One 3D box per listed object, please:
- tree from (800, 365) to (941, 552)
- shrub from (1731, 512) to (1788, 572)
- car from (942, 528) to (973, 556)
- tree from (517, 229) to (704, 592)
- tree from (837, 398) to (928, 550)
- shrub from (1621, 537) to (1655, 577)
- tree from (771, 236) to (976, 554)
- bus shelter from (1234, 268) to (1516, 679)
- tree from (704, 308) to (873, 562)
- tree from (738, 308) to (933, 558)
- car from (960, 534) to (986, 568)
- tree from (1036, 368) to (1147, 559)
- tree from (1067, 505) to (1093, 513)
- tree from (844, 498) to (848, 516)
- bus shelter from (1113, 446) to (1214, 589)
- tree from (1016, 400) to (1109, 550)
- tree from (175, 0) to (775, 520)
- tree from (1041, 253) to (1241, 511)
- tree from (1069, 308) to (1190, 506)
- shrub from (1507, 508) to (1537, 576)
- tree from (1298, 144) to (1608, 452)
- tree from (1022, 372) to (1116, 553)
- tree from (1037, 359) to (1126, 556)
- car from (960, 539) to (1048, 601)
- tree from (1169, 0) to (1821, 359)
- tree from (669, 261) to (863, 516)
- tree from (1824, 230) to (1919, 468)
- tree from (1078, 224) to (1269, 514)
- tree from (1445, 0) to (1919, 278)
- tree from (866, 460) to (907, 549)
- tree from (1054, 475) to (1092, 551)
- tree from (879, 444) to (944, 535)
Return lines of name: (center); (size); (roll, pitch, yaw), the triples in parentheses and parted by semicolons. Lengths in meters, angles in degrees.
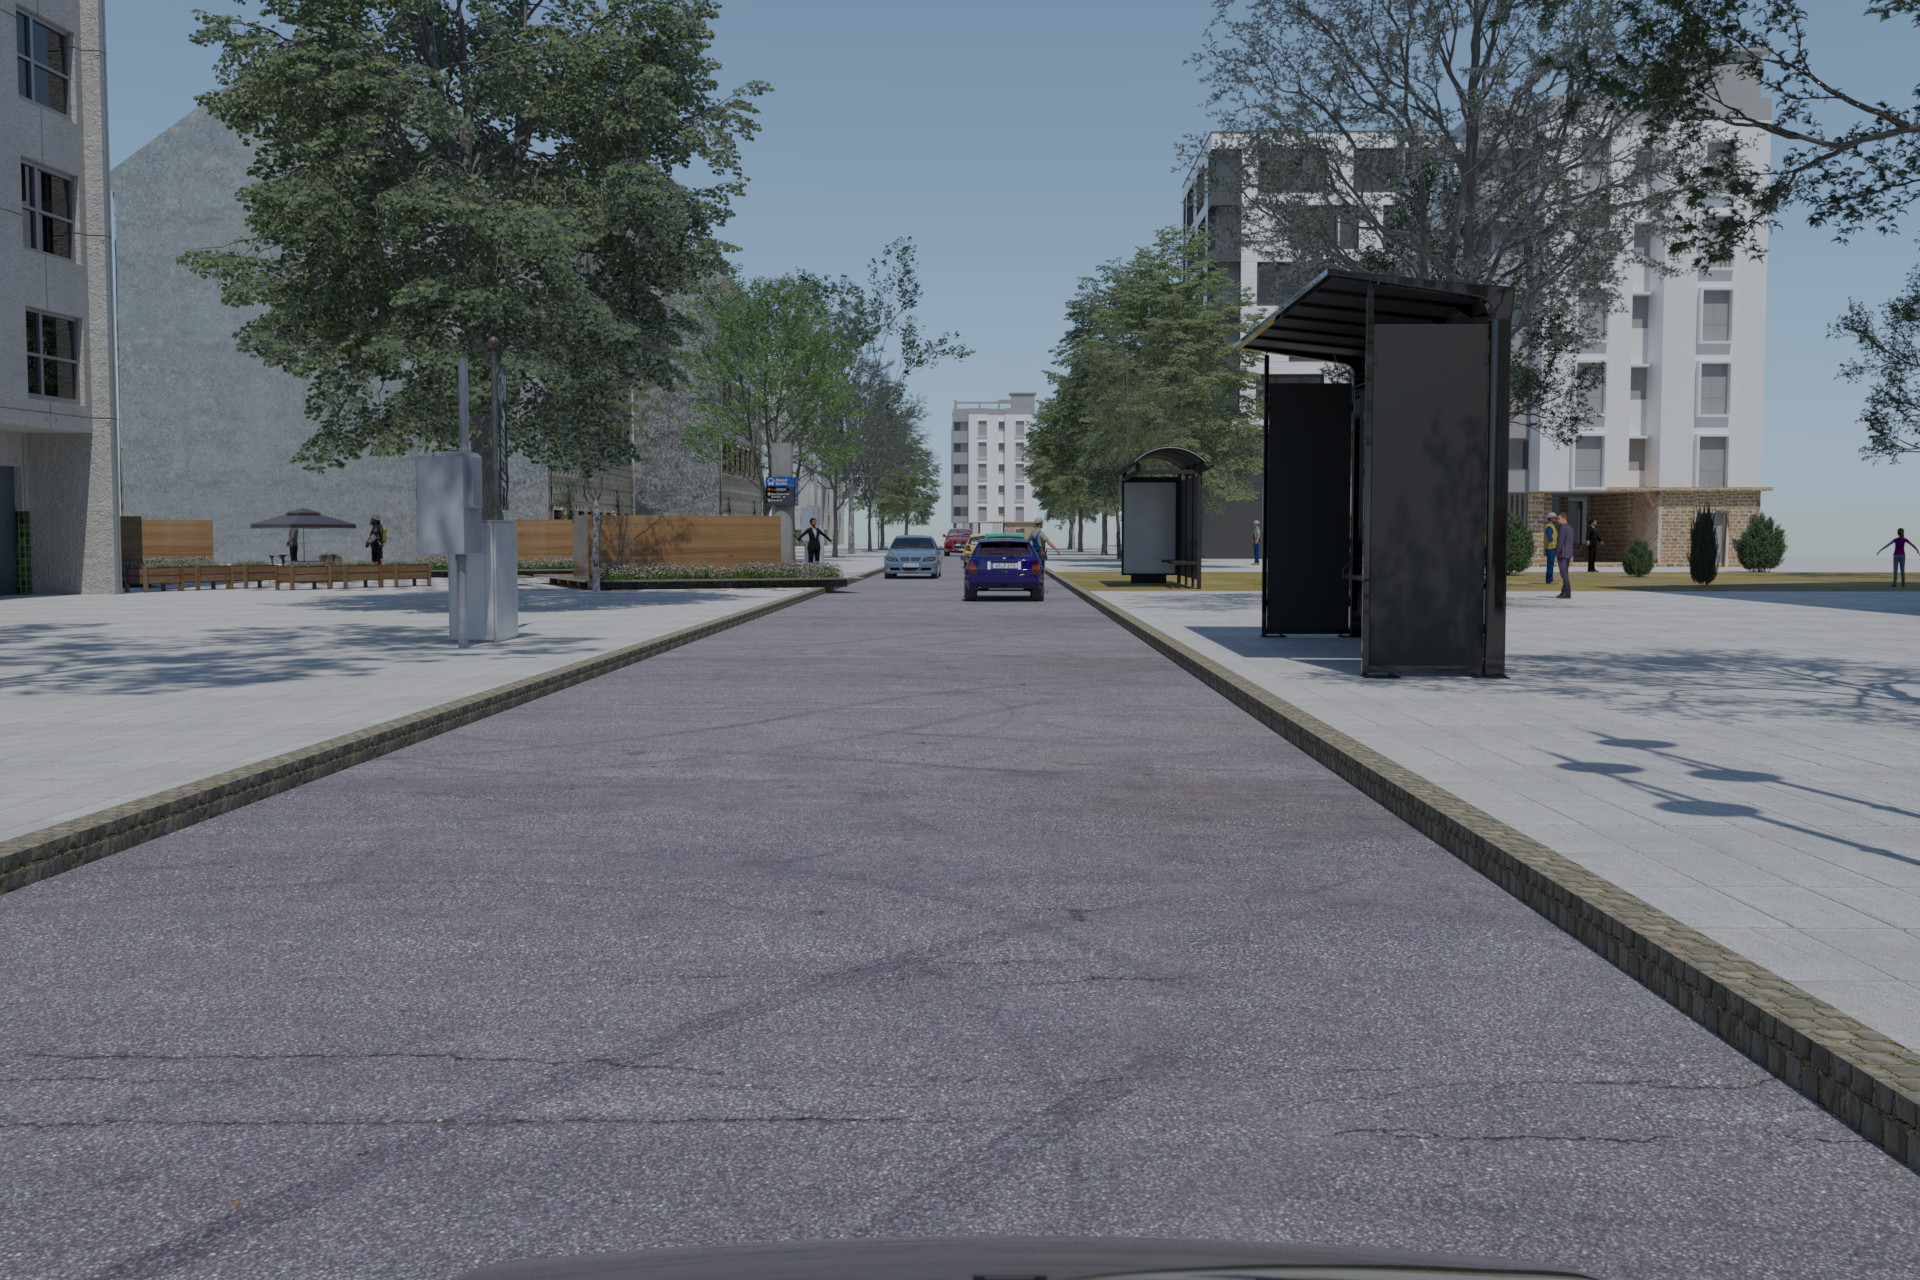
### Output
tree: (-6.579, -13.143, 125.253); (12.009, 13.543, 11.850); (0, 3, 0)
shrub: (26.849, -3.309, 58.145); (1.661, 2.075, 1.752); (0, 3, 0)
car: (0.014, -6.360, 112.657); (2.281, 1.827, 5.304); (0, 4, 1)
tree: (-8.204, -5.364, 38.071); (4.360, 8.622, 3.978); (0, 3, 0)
tree: (-6.180, -13.398, 137.185); (7.486, 12.596, 7.792); (0, 3, 0)
shrub: (20.197, -2.475, 51.583); (1.383, 1.207, 1.383); (0, 3, 0)
tree: (-5.730, -15.519, 109.621); (12.611, 20.169, 13.585); (0, 3, 0)
bus shelter: (4.180, -1.661, 18.435); (1.731, 3.624, 6.357); (0, 4, 1)
tree: (-7.836, -9.404, 79.512); (9.928, 11.665, 9.643); (0, 3, 0)
tree: (-6.632, -11.197, 93.444); (12.009, 13.543, 11.850); (0, 3, 0)
car: (0.997, -3.876, 73.594); (2.015, 1.641, 3.980); (0, 4, 0)
tree: (8.232, -9.468, 89.216); (8.767, 10.594, 7.601); (0, 4, -1)
tree: (15.364, -18.998, 236.373); (9.928, 11.665, 9.643); (0, 3, 0)
tree: (-16.495, -17.232, 232.100); (4.737, 8.622, 4.395); (0, 3, 0)
bus shelter: (4.914, -2.976, 42.588); (2.014, 3.302, 5.546); (0, 4, 2)
tree: (9.198, -14.446, 142.845); (9.857, 13.997, 8.962); (0, 3, 0)
tree: (-7.948, -7.466, 28.728); (9.857, 13.997, 8.962); (0, 3, 0)
tree: (8.542, -10.529, 78.797); (9.857, 13.997, 8.962); (0, 3, 0)
tree: (5.261, -6.546, 57.388); (4.360, 8.622, 3.978); (0, 3, 0)
shrub: (16.889, -3.018, 53.386); (1.661, 2.075, 1.752); (0, 3, 0)
tree: (11.657, -6.518, 40.988); (7.601, 10.594, 8.767); (2, 4, 25)
tree: (7.994, -12.333, 119.775); (7.486, 12.596, 7.792); (0, 3, 0)
tree: (8.451, -11.327, 103.328); (7.486, 12.596, 7.792); (0, 3, 0)
car: (0.971, -1.568, 38.210); (1.945, 1.354, 3.894); (0, 4, 1)
tree: (7.818, -7.164, 27.508); (12.009, 13.543, 11.850); (0, 3, 0)
tree: (-7.396, -8.575, 65.961); (9.928, 11.665, 9.643); (0, 3, 0)
tree: (28.900, -7.015, 49.114); (8.767, 10.594, 7.601); (-3, 5, -41)
tree: (7.850, -8.944, 64.363); (7.486, 12.596, 7.792); (0, 3, 0)
tree: (7.423, -4.685, 11.019); (8.767, 10.594, 7.601); (0, 4, 1)
tree: (-7.016, -11.856, 144.214); (4.360, 8.622, 3.978); (0, 3, 0)
tree: (8.782, -11.191, 133.329); (4.737, 8.622, 4.395); (0, 3, 0)
tree: (-7.011, -19.754, 229.628); (9.857, 13.997, 8.962); (0, 3, 0)
